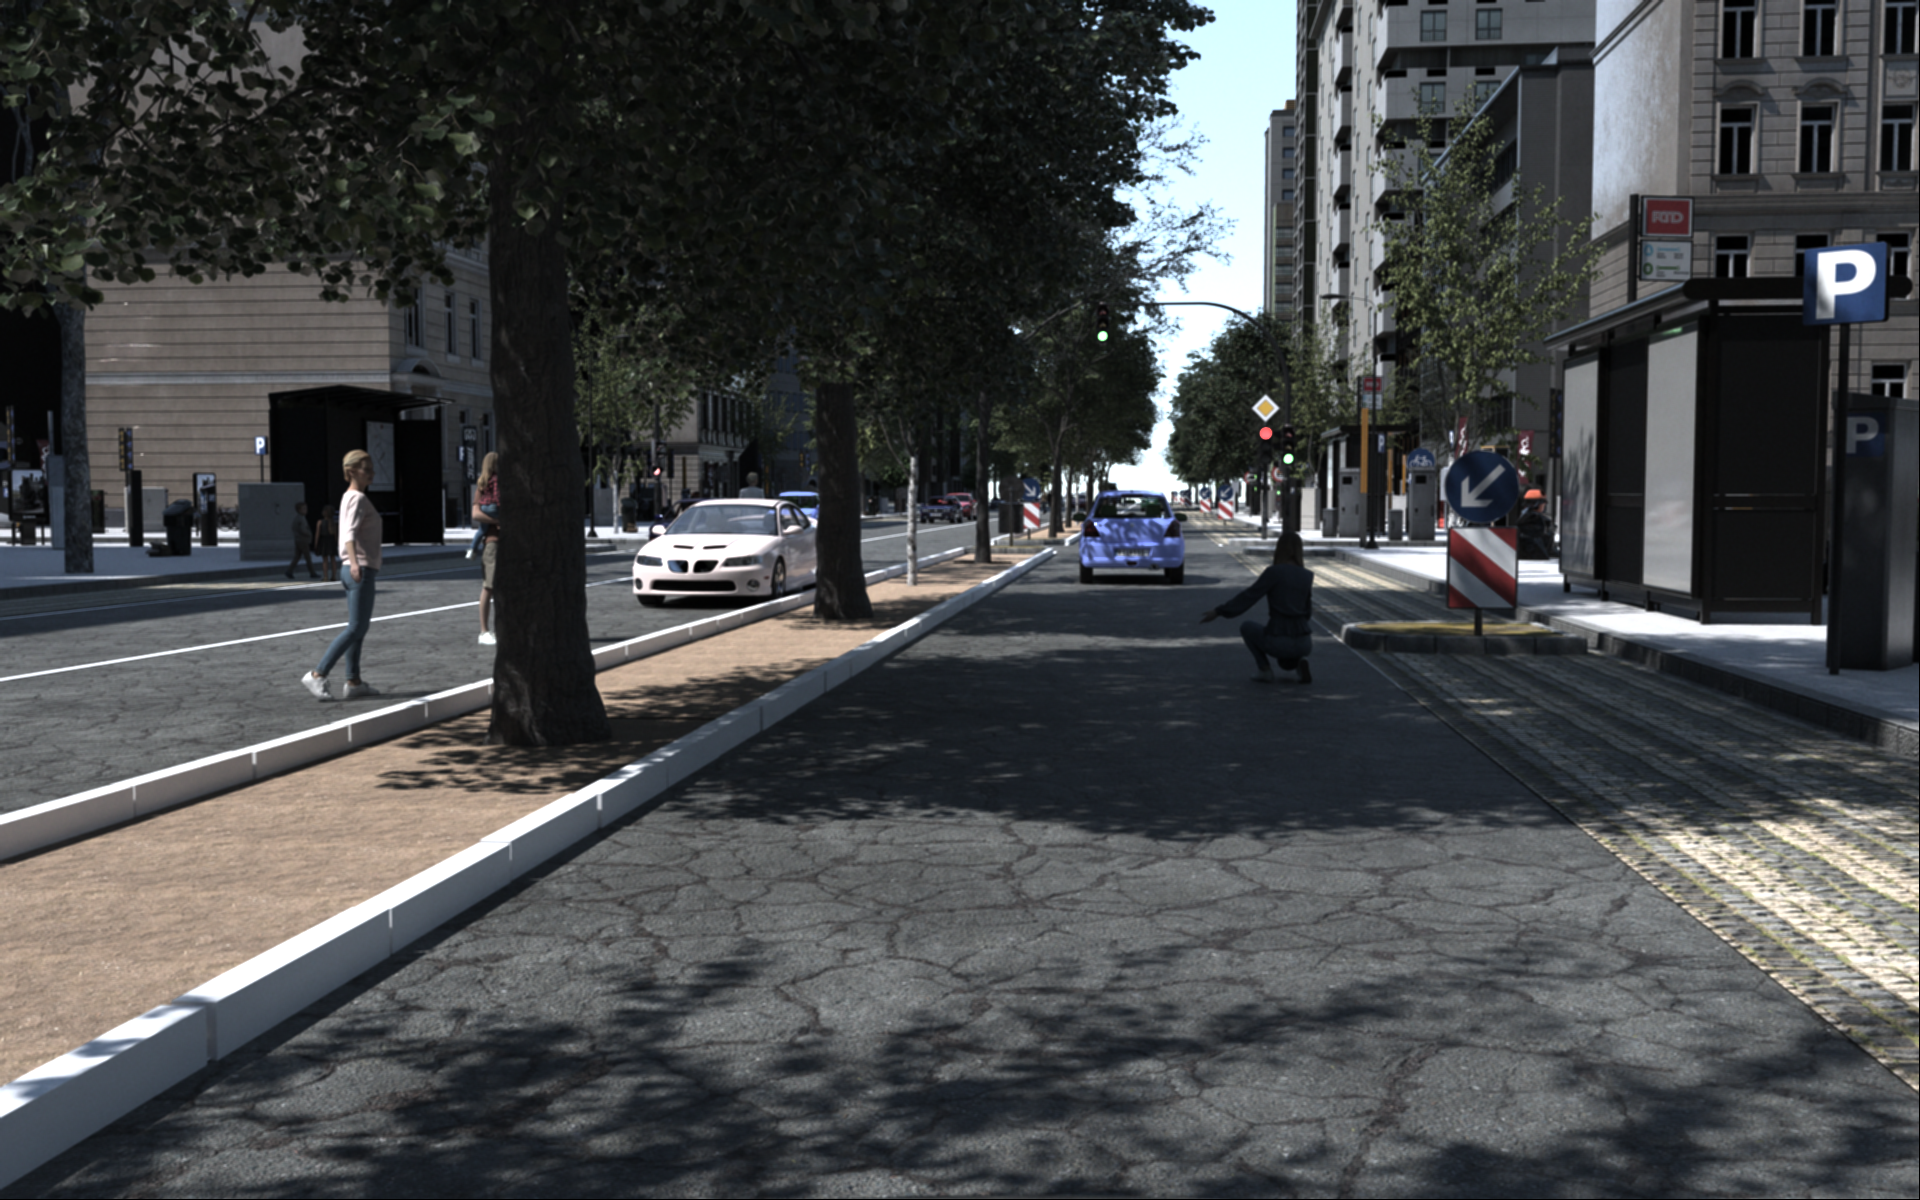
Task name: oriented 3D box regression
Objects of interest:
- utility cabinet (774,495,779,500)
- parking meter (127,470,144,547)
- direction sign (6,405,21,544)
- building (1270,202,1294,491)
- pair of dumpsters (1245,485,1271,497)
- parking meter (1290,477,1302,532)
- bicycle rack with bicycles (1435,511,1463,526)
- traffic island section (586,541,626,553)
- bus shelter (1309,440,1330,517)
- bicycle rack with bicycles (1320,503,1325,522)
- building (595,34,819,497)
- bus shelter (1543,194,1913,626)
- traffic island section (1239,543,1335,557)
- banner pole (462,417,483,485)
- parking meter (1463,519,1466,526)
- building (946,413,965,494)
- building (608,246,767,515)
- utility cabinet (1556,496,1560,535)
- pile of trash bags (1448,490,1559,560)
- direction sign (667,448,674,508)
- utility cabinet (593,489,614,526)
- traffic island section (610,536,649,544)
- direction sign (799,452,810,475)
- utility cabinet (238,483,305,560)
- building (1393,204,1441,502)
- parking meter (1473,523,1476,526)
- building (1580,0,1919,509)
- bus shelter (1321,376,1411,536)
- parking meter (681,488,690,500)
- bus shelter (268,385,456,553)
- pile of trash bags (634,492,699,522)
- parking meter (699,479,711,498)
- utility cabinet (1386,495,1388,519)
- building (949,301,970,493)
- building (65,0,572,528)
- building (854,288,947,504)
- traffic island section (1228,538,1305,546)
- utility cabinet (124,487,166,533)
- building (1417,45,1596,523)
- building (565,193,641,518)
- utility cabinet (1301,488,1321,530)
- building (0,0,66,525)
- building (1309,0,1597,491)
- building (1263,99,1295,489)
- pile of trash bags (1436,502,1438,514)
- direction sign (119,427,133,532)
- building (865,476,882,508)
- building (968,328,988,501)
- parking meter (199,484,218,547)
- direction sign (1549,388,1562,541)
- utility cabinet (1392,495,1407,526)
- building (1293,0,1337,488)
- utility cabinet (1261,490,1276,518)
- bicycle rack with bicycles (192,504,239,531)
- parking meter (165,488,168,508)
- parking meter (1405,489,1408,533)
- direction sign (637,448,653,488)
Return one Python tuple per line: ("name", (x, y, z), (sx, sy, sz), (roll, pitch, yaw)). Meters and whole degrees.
("utility cabinet", (-8.908, -4.696, 87.934), (1.020, 1.237, 0.306), (0, 4, 8))
("parking meter", (-20.175, -2.242, 42.372), (0.255, 1.863, 0.399), (-3, 4, -38))
("direction sign", (-24.418, -3.219, 44.628), (0.379, 3.537, 0.876), (-3, 5, -39))
("building", (50.904, -34.267, 243.852), (14.154, 41.232, 14.086), (0, 4, 6))
("pair of dumpsters", (20.455, -7.109, 118.729), (1.574, 2.255, 4.437), (0, 4, 7))
("parking meter", (11.318, -3.229, 58.510), (0.255, 1.863, 0.399), (-3, 4, -38))
("bicycle rack with bicycles", (19.404, -3.292, 67.206), (2.852, 0.926, 2.925), (0, 4, 2))
("traffic island section", (-9.760, -1.262, 42.908), (2.009, 0.180, 2.903), (0, 4, 6))
("bus shelter", (16.571, -5.243, 77.006), (1.731, 3.624, 6.357), (0, 4, 6))
("bicycle rack with bicycles", (14.926, -3.371, 68.492), (2.852, 0.926, 2.925), (2, 4, 30))
("building", (-22.231, -36.665, 141.466), (21.231, 58.520, 28.212), (0, 4, 6))
("bus shelter", (8.533, -2.652, 20.996), (2.179, 5.291, 8.768), (0, 4, 6))
("traffic island section", (7.722, -1.142, 40.957), (2.009, 0.180, 2.903), (0, 4, 6))
("banner pole", (-15.622, -4.026, 55.839), (0.863, 3.779, 0.401), (-3, 5, -41))
("parking meter", (15.830, -2.949, 53.932), (0.255, 1.863, 0.399), (1, 4, 20))
("building", (-9.979, -49.407, 246.053), (20.563, 71.187, 20.611), (0, 4, 6))
("building", (-19.750, -15.390, 116.258), (10.561, 19.102, 19.286), (0, 4, 6))
("utility cabinet", (19.293, -2.698, 55.280), (0.306, 1.237, 1.020), (2, 4, 30))
("pile of trash bags", (11.238, -1.542, 34.961), (1.912, 1.369, 3.447), (2, 4, 31))
("direction sign", (-14.354, -5.745, 85.932), (0.379, 3.537, 0.876), (1, 4, 10))
("utility cabinet", (-14.227, -3.703, 69.223), (0.318, 1.500, 1.173), (1, 4, 22))
("traffic island section", (-8.874, -1.747, 50.843), (2.009, 0.180, 2.903), (0, 4, 6))
("direction sign", (-8.311, -6.152, 92.580), (0.379, 3.537, 0.876), (-3, 5, -42))
("utility cabinet", (-13.296, -1.516, 33.473), (1.173, 1.500, 0.318), (-2, 4, -25))
("building", (35.873, -17.347, 113.300), (12.332, 23.373, 15.834), (0, 4, 6))
("parking meter", (8.544, -1.210, 28.199), (0.372, 1.533, 0.369), (0, 3, 0))
("building", (36.456, -16.174, 61.710), (25.104, 27.353, 12.463), (0, 4, 6))
("bus shelter", (13.031, -4.829, 56.589), (2.179, 5.291, 8.768), (0, 4, 6))
("parking meter", (-11.861, -4.070, 74.957), (0.372, 1.533, 0.369), (0, 3, 0))
("bus shelter", (-13.803, -3.007, 40.447), (1.731, 3.624, 6.357), (0, 4, 7))
("pile of trash bags", (-13.760, -4.377, 81.312), (3.447, 1.369, 1.912), (0, 4, -8))
("parking meter", (-9.975, -3.796, 67.768), (0.399, 1.863, 0.255), (-3, 4, -37))
("utility cabinet", (22.021, -4.765, 89.069), (0.306, 1.237, 1.020), (-2, 4, -30))
("building", (-6.066, -37.558, 264.184), (14.600, 45.320, 14.200), (0, 4, 6))
("building", (-26.194, -17.619, 73.981), (13.634, 28.700, 20.117), (0, 4, 6))
("building", (-9.478, -27.973, 229.058), (14.160, 30.474, 14.107), (0, 4, 6))
("traffic island section", (8.608, -1.628, 48.893), (2.009, 0.180, 2.903), (0, 4, 6))
("utility cabinet", (-26.621, -2.931, 56.603), (1.173, 1.500, 0.318), (-3, 4, -37))
("building", (33.316, -16.579, 90.134), (14.314, 24.678, 30.058), (0, 4, 6))
("building", (-26.182, -13.810, 93.239), (16.820, 18.784, 16.811), (0, 4, 6))
("utility cabinet", (12.388, -3.264, 62.052), (0.318, 1.500, 1.173), (-3, 4, -36))
("building", (-46.096, -14.740, 70.671), (15.834, 23.373, 12.332), (0, 4, 6))
("building", (49.934, -35.566, 170.746), (28.713, 52.752, 27.495), (0, 4, 6))
("building", (56.866, -44.183, 264.393), (21.231, 58.520, 28.212), (0, 4, 6))
("pile of trash bags", (23.311, -4.587, 84.751), (3.447, 1.369, 1.912), (0, 4, -7))
("direction sign", (-28.408, -4.101, 59.045), (0.876, 3.537, 0.379), (3, 4, 38))
("building", (-24.491, -29.179, 168.951), (32.217, 40.220, 23.993), (0, 4, 6))
("building", (-3.104, -36.366, 278.183), (14.154, 41.232, 14.086), (0, 4, 6))
("parking meter", (-18.426, -2.083, 42.468), (0.372, 1.533, 0.369), (0, 3, 0))
("direction sign", (12.825, -2.775, 37.368), (0.379, 3.537, 0.876), (2, 4, 33))
("utility cabinet", (18.109, -3.646, 70.778), (0.306, 1.237, 1.020), (-2, 4, -24))
("building", (52.362, -48.141, 225.352), (20.563, 71.187, 20.611), (0, 4, 6))
("utility cabinet", (16.197, -5.060, 91.403), (0.318, 1.500, 1.173), (0, 4, -6))
("bicycle rack with bicycles", (-25.882, -2.912, 60.999), (2.925, 0.926, 2.852), (-2, 4, -33))
("parking meter", (-38.910, -4.640, 84.283), (0.372, 1.533, 0.369), (0, 3, 0))
("parking meter", (15.026, -3.010, 57.631), (0.372, 1.533, 0.369), (0, 3, 0))
("direction sign", (-15.639, -5.752, 86.044), (0.876, 3.537, 0.379), (-3, 4, -37))
